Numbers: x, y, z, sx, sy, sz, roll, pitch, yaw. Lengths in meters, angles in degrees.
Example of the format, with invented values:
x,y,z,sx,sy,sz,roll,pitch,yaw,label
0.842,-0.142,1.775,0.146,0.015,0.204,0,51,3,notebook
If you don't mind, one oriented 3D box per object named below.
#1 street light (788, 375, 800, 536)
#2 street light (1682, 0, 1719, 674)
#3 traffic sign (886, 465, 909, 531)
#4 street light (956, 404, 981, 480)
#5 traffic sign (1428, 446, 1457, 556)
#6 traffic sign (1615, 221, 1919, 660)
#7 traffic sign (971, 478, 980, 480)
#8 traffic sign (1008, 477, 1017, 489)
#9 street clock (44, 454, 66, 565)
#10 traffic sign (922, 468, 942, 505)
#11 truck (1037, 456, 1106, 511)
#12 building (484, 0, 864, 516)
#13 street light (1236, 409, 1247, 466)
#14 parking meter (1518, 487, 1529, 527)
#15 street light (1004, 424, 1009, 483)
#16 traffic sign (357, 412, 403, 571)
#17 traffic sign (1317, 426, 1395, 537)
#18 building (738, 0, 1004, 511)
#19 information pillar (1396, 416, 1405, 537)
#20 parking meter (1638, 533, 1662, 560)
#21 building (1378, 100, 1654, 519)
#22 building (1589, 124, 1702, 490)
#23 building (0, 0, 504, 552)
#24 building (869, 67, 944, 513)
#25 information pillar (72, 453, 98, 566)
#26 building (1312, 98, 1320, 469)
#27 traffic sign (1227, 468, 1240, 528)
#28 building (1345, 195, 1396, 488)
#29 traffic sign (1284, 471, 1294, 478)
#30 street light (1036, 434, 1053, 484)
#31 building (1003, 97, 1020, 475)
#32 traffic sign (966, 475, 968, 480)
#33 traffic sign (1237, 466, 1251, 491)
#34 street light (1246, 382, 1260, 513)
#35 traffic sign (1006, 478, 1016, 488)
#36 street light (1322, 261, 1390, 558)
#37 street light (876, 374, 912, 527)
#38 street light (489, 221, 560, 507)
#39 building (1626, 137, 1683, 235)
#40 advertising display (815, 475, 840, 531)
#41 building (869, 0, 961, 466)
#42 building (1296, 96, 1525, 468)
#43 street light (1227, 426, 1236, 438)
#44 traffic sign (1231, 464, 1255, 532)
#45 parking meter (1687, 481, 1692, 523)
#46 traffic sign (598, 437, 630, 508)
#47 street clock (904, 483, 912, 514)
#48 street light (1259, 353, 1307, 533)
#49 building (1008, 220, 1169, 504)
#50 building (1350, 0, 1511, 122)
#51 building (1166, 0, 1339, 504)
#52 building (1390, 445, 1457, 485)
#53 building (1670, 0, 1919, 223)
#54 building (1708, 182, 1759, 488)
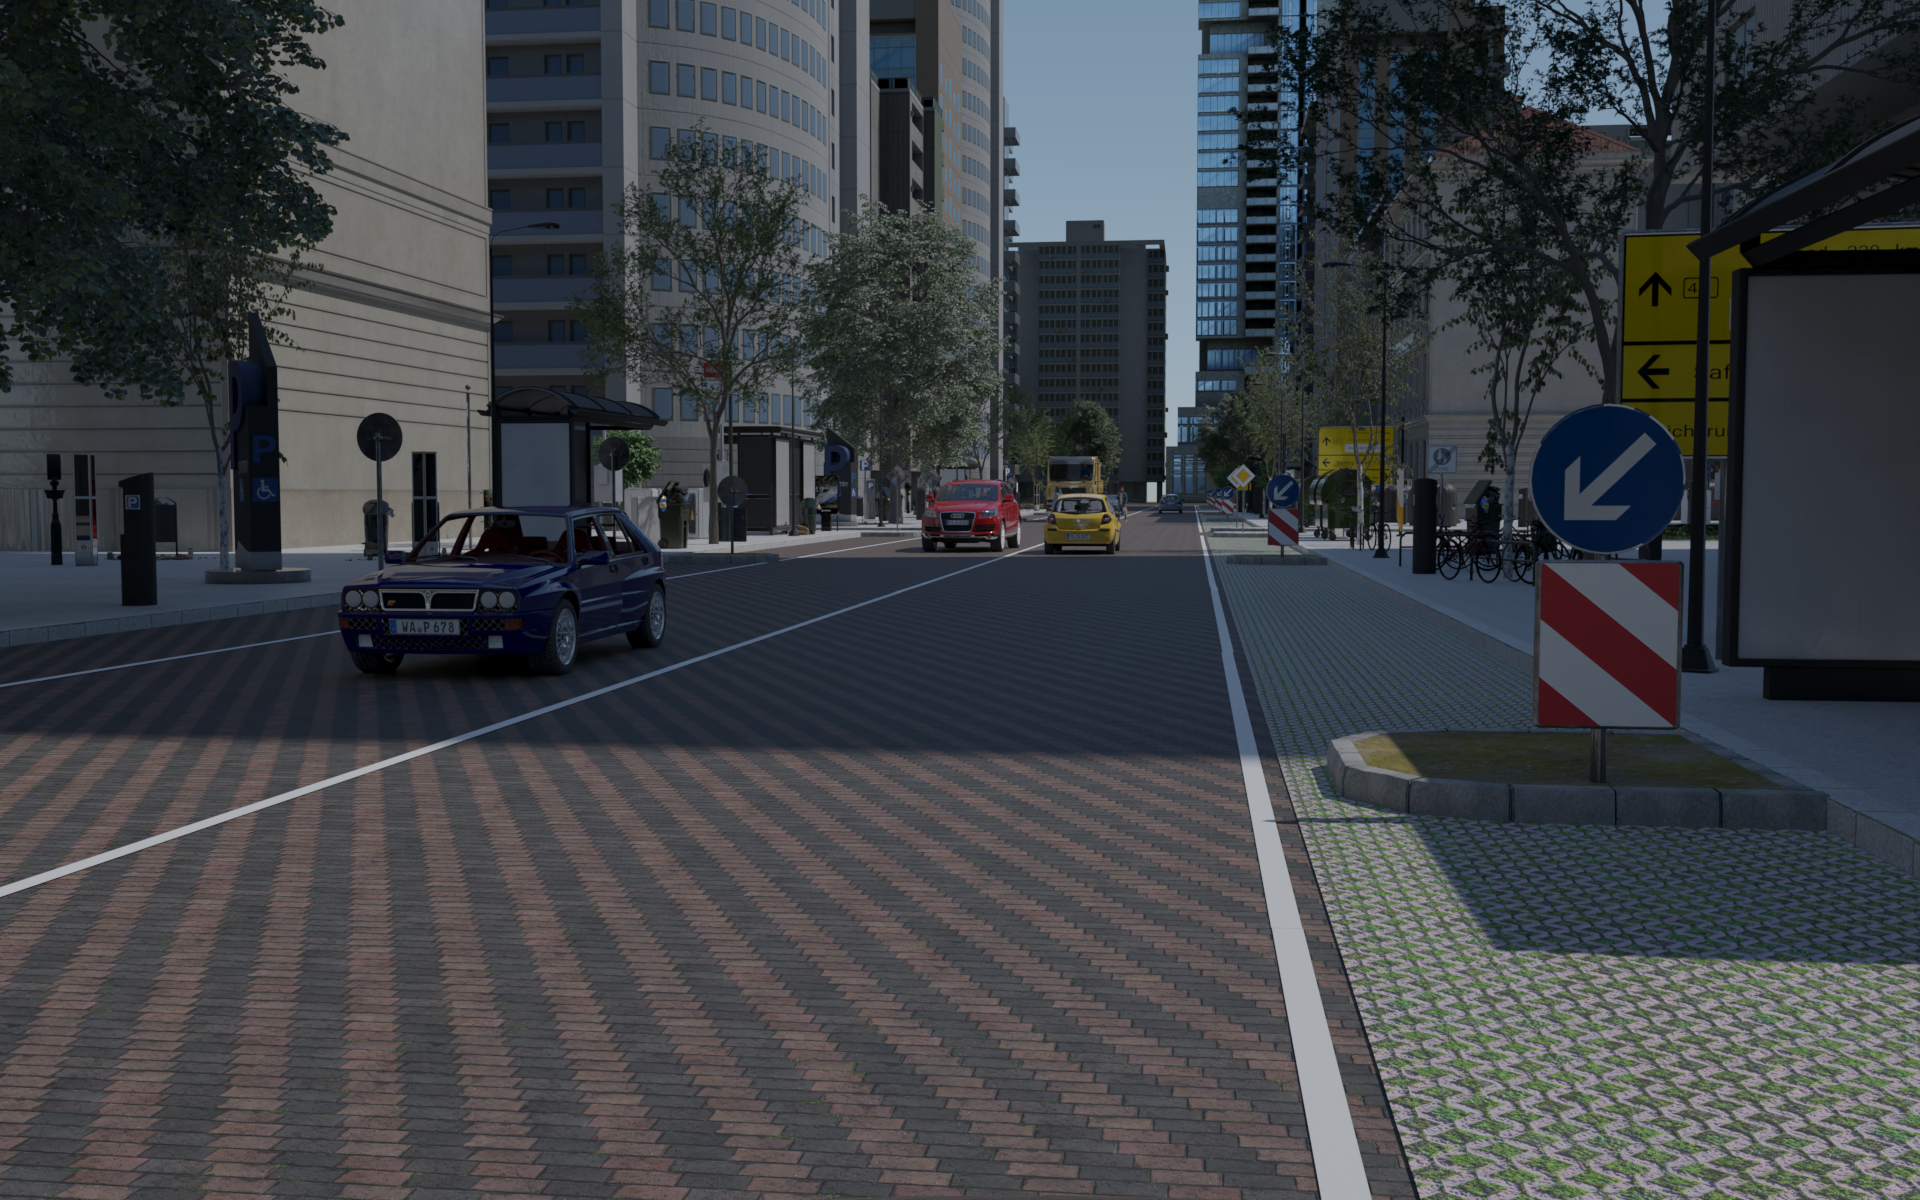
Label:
x,y,z,sx,sy,sz,roll,pitch,yaw,label
-4.533,-4.889,52.475,1.470,5.913,1.316,0,4,8,street light
4.783,-2.440,12.439,1.470,5.913,1.316,0,4,8,street light
-2.145,-3.407,59.342,0.795,2.450,0.064,0,4,8,traffic sign
0.386,-7.154,89.510,1.470,5.913,1.316,0,4,8,street light
10.018,-2.074,36.046,0.606,2.300,0.079,1,4,15,traffic sign
6.202,-1.185,13.255,2.265,3.308,0.079,1,4,12,traffic sign
1.037,-6.812,113.500,0.606,2.300,0.079,0,4,8,traffic sign
3.773,-7.716,126.257,0.768,2.556,0.104,1,4,13,traffic sign
-16.313,-1.630,31.227,0.358,2.002,0.471,-2,4,-28,street clock
-1.082,-3.891,67.256,0.795,2.450,0.064,0,4,8,traffic sign
6.085,-5.839,91.393,3.469,3.379,9.791,0,4,7,truck
-17.701,-33.607,91.478,21.231,58.520,28.212,0,4,8,building
16.021,-7.488,94.969,1.470,5.913,1.316,0,4,8,street light
21.713,-3.569,66.770,0.372,1.533,0.369,0,3,0,parking meter
3.438,-8.513,111.735,1.470,5.913,1.316,0,4,8,street light
-9.067,-1.648,27.051,0.768,2.556,0.104,1,4,9,traffic sign
11.825,-3.542,51.786,2.265,3.308,0.079,1,4,11,traffic sign
-7.657,-38.538,172.090,21.231,58.520,28.212,0,4,8,building
13.308,-3.728,52.305,0.183,3.616,0.504,0,4,1,information pillar
13.143,-1.664,32.914,0.399,1.863,0.255,-1,4,-15,parking meter
30.456,-16.010,97.925,11.583,22.565,21.152,0,4,8,building
74.739,-31.234,194.265,14.086,41.232,14.154,0,4,8,building
-29.222,-13.050,46.659,30.059,22.955,16.112,0,4,8,building
-9.019,-21.394,121.494,14.160,30.474,14.107,0,4,8,building
-15.588,-1.613,30.865,0.304,2.012,0.304,-1,4,-9,information pillar
42.015,-31.707,168.520,14.600,45.320,14.200,0,4,8,building
10.505,-3.795,65.685,0.795,2.450,0.064,0,4,8,traffic sign
35.728,-18.586,122.942,14.314,24.678,30.058,0,4,8,building
13.995,-4.409,74.212,0.606,2.300,0.079,1,4,12,traffic sign
6.515,-9.930,134.894,1.470,5.913,1.316,0,4,8,street light
-8.727,-35.519,200.347,30.456,49.044,23.786,0,4,8,building
0.048,-6.022,98.568,0.768,2.556,0.104,1,4,15,traffic sign
20.895,-7.921,123.378,2.265,3.308,0.079,1,4,16,traffic sign
12.826,-6.089,72.097,1.470,5.913,1.316,0,4,8,street light
3.536,-7.302,120.570,0.795,2.450,0.064,1,4,10,traffic sign
7.914,-3.799,34.653,1.470,5.913,1.316,0,4,8,street light
-2.534,-5.794,67.268,1.470,5.913,1.316,0,4,8,street light
-7.492,-3.497,29.711,1.470,5.913,1.316,0,4,8,street light
89.098,-37.645,235.098,30.456,49.044,23.786,0,4,8,building
-4.613,-3.336,59.764,0.974,1.923,0.123,1,4,22,advertising display
-7.655,-30.605,150.495,14.600,45.320,14.200,0,4,8,building
48.610,-32.750,190.079,22.147,44.769,28.867,0,4,8,building
19.063,-8.878,117.689,1.470,5.913,1.316,0,4,8,street light
9.442,-3.311,57.770,0.795,2.450,0.064,0,4,8,traffic sign
27.872,-3.678,65.841,0.399,1.863,0.255,0,4,8,parking meter
-7.667,-2.339,38.350,0.768,2.556,0.104,1,4,16,traffic sign
-3.414,-6.688,113.917,0.471,2.002,0.358,-1,4,-19,street clock
10.707,-5.161,56.923,1.470,5.913,1.316,0,4,8,street light
17.808,-34.054,248.655,23.993,40.220,32.217,0,4,8,building
40.081,-30.817,153.973,14.600,45.320,14.200,0,4,8,building
44.494,-56.679,239.378,31.000,86.520,22.319,0,4,8,building
66.223,-28.241,233.444,14.107,30.474,14.160,0,4,8,building
28.444,-26.684,25.530,28.713,52.752,27.495,0,4,8,building
91.615,-45.846,187.837,20.611,71.187,20.563,0,4,8,building
